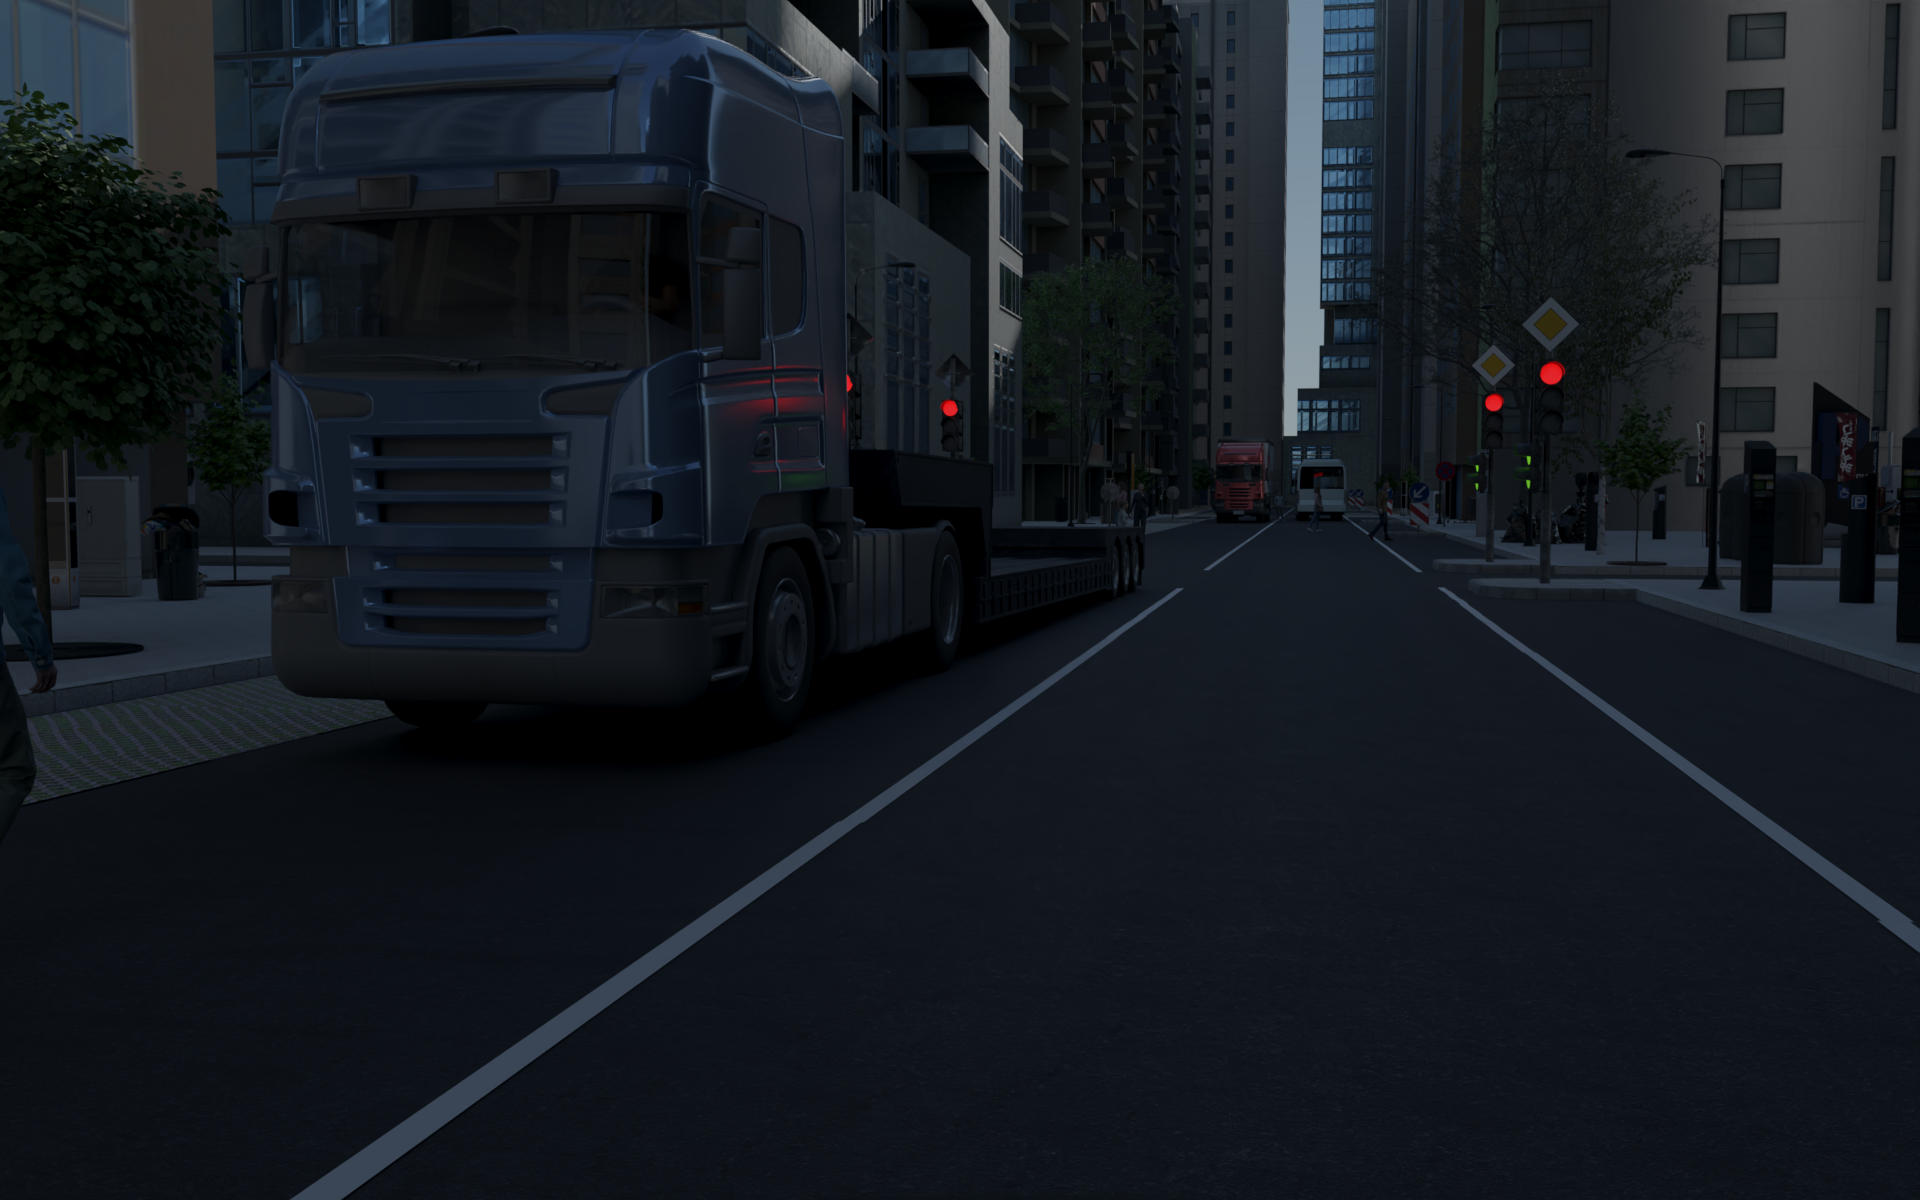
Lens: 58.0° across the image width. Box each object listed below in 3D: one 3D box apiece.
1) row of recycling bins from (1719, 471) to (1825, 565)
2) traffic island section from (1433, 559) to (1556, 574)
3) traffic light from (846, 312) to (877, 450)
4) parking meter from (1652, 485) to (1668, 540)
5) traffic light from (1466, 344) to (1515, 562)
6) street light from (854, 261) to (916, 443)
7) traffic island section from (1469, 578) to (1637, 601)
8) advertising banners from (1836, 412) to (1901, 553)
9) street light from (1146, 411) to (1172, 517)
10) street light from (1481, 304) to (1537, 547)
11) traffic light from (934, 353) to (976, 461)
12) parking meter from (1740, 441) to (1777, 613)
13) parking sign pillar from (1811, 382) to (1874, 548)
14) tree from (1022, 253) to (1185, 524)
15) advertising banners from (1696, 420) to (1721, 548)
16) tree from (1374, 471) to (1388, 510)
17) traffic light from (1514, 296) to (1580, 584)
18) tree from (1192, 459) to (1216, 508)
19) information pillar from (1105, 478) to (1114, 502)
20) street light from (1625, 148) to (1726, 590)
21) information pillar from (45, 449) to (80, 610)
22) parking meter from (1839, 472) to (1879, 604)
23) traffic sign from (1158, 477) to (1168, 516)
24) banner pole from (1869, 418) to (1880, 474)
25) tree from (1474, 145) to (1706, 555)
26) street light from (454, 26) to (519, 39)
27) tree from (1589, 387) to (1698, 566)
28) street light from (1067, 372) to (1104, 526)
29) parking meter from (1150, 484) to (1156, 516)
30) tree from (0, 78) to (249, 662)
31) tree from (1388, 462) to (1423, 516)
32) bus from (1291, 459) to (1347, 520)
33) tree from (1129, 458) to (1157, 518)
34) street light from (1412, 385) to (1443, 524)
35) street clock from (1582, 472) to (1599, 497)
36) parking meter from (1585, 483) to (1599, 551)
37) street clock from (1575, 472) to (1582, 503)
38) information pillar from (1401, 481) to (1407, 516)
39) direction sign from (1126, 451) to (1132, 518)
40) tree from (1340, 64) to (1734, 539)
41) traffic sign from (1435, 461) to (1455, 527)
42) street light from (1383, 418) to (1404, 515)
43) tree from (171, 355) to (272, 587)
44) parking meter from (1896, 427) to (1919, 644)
[{"bbox_3d":[15.394,-1.583,32.992,1.069,1.692,3.534,0,4,5],"label":"row of recycling bins"},{"bbox_3d":[10.021,-0.638,32.706,2.009,0.180,2.903,1,4,12],"label":"traffic island section"},{"bbox_3d":[-1.722,-2.318,26.817,0.839,4.253,0.868,1,4,12],"label":"traffic light"},{"bbox_3d":[19.808,-2.484,49.020,0.372,1.533,0.369,0,3,0],"label":"parking meter"},{"bbox_3d":[9.983,-2.672,32.600,0.839,4.253,0.868,1,4,12],"label":"traffic light"},{"bbox_3d":[-1.564,-3.809,34.824,1.470,5.913,1.316,1,4,12],"label":"street light"},{"bbox_3d":[8.422,-0.159,24.882,2.009,0.180,2.903,1,4,12],"label":"traffic island section"},{"bbox_3d":[19.732,-2.513,37.268,2.074,3.025,0.090,-1,4,-9],"label":"advertising banners"},{"bbox_3d":[11.214,-7.647,97.569,1.470,5.913,1.316,1,4,12],"label":"street light"},{"bbox_3d":[13.438,-4.273,42.406,1.470,5.913,1.316,1,4,12],"label":"street light"},{"bbox_3d":[-0.123,-2.796,34.641,0.839,4.253,0.868,1,4,12],"label":"traffic light"},{"bbox_3d":[8.661,-0.800,18.794,0.255,1.863,0.399,1,4,11],"label":"parking meter"},{"bbox_3d":[21.168,-3.247,41.560,1.447,3.967,1.447,0,4,3],"label":"parking sign pillar"},{"bbox_3d":[5.379,-9.054,73.787,9.928,11.665,9.643,0,3,0],"label":"tree"},{"bbox_3d":[18.158,-2.789,41.784,2.074,3.025,0.090,-3,5,-44],"label":"advertising banners"},{"bbox_3d":[33.059,-8.477,133.202,1.663,3.219,1.824,0,3,0],"label":"tree"},{"bbox_3d":[8.385,-2.193,24.776,0.839,4.253,0.868,1,4,12],"label":"traffic light"},{"bbox_3d":[21.690,-10.606,157.126,4.285,4.588,4.351,0,3,0],"label":"tree"},{"bbox_3d":[6.956,-4.654,80.587,0.304,2.012,0.304,3,4,36],"label":"information pillar"},{"bbox_3d":[9.626,-3.106,23.324,1.470,5.913,1.316,1,4,12],"label":"street light"},{"bbox_3d":[-9.997,-0.900,19.209,0.304,2.012,0.304,-1,4,-8],"label":"information pillar"},{"bbox_3d":[10.597,-0.735,20.424,0.372,1.533,0.369,0,3,0],"label":"parking meter"},{"bbox_3d":[12.073,-6.187,103.286,0.606,2.300,0.079,1,4,16],"label":"traffic sign"},{"bbox_3d":[29.873,-4.084,56.786,0.401,3.779,0.863,0,4,-2],"label":"banner pole"},{"bbox_3d":[13.382,-5.272,36.553,4.360,8.622,3.978,0,3,0],"label":"tree"},{"bbox_3d":[-5.059,-2.748,17.465,1.470,5.913,1.316,1,4,12],"label":"street light"},{"bbox_3d":[12.181,-2.250,31.395,1.663,3.219,1.824,0,3,0],"label":"tree"},{"bbox_3d":[4.780,-5.724,66.121,1.470,5.913,1.316,1,4,12],"label":"street light"},{"bbox_3d":[11.175,-5.811,100.718,0.399,1.863,0.255,-3,5,-43],"label":"parking meter"},{"bbox_3d":[-7.286,-1.843,13.846,4.285,4.588,4.351,0,3,0],"label":"tree"},{"bbox_3d":[26.851,-6.680,103.823,1.663,3.219,1.824,0,3,0],"label":"tree"},{"bbox_3d":[20.332,-6.321,98.212,2.948,3.499,13.247,1,4,10],"label":"bus"},{"bbox_3d":[9.748,-5.998,92.669,1.663,3.219,1.824,0,3,0],"label":"tree"},{"bbox_3d":[19.968,-6.202,73.942,1.470,5.913,1.316,1,4,12],"label":"street light"},{"bbox_3d":[20.461,-3.143,55.965,0.358,2.002,0.471,0,4,-3],"label":"street clock"},{"bbox_3d":[14.339,-1.881,39.164,0.372,1.533,0.369,0,3,0],"label":"parking meter"},{"bbox_3d":[20.642,-3.244,57.603,0.358,2.002,0.471,0,4,-2],"label":"street clock"},{"bbox_3d":[25.854,-5.892,100.833,0.304,2.012,0.304,2,4,25],"label":"information pillar"},{"bbox_3d":[8.878,-6.062,91.117,0.379,3.537,0.876,-1,4,-11],"label":"direction sign"},{"bbox_3d":[16.172,-8.478,48.992,12.009,13.543,11.850,0,3,0],"label":"tree"},{"bbox_3d":[18.807,-4.104,67.204,0.768,2.556,0.104,1,4,13],"label":"traffic sign"},{"bbox_3d":[26.457,-8.142,105.667,1.470,5.913,1.316,1,4,12],"label":"street light"},{"bbox_3d":[-10.167,-1.813,24.250,1.663,3.219,1.824,0,3,0],"label":"tree"},{"bbox_3d":[8.288,-0.564,14.939,0.255,1.863,0.399,3,5,44],"label":"parking meter"}]
